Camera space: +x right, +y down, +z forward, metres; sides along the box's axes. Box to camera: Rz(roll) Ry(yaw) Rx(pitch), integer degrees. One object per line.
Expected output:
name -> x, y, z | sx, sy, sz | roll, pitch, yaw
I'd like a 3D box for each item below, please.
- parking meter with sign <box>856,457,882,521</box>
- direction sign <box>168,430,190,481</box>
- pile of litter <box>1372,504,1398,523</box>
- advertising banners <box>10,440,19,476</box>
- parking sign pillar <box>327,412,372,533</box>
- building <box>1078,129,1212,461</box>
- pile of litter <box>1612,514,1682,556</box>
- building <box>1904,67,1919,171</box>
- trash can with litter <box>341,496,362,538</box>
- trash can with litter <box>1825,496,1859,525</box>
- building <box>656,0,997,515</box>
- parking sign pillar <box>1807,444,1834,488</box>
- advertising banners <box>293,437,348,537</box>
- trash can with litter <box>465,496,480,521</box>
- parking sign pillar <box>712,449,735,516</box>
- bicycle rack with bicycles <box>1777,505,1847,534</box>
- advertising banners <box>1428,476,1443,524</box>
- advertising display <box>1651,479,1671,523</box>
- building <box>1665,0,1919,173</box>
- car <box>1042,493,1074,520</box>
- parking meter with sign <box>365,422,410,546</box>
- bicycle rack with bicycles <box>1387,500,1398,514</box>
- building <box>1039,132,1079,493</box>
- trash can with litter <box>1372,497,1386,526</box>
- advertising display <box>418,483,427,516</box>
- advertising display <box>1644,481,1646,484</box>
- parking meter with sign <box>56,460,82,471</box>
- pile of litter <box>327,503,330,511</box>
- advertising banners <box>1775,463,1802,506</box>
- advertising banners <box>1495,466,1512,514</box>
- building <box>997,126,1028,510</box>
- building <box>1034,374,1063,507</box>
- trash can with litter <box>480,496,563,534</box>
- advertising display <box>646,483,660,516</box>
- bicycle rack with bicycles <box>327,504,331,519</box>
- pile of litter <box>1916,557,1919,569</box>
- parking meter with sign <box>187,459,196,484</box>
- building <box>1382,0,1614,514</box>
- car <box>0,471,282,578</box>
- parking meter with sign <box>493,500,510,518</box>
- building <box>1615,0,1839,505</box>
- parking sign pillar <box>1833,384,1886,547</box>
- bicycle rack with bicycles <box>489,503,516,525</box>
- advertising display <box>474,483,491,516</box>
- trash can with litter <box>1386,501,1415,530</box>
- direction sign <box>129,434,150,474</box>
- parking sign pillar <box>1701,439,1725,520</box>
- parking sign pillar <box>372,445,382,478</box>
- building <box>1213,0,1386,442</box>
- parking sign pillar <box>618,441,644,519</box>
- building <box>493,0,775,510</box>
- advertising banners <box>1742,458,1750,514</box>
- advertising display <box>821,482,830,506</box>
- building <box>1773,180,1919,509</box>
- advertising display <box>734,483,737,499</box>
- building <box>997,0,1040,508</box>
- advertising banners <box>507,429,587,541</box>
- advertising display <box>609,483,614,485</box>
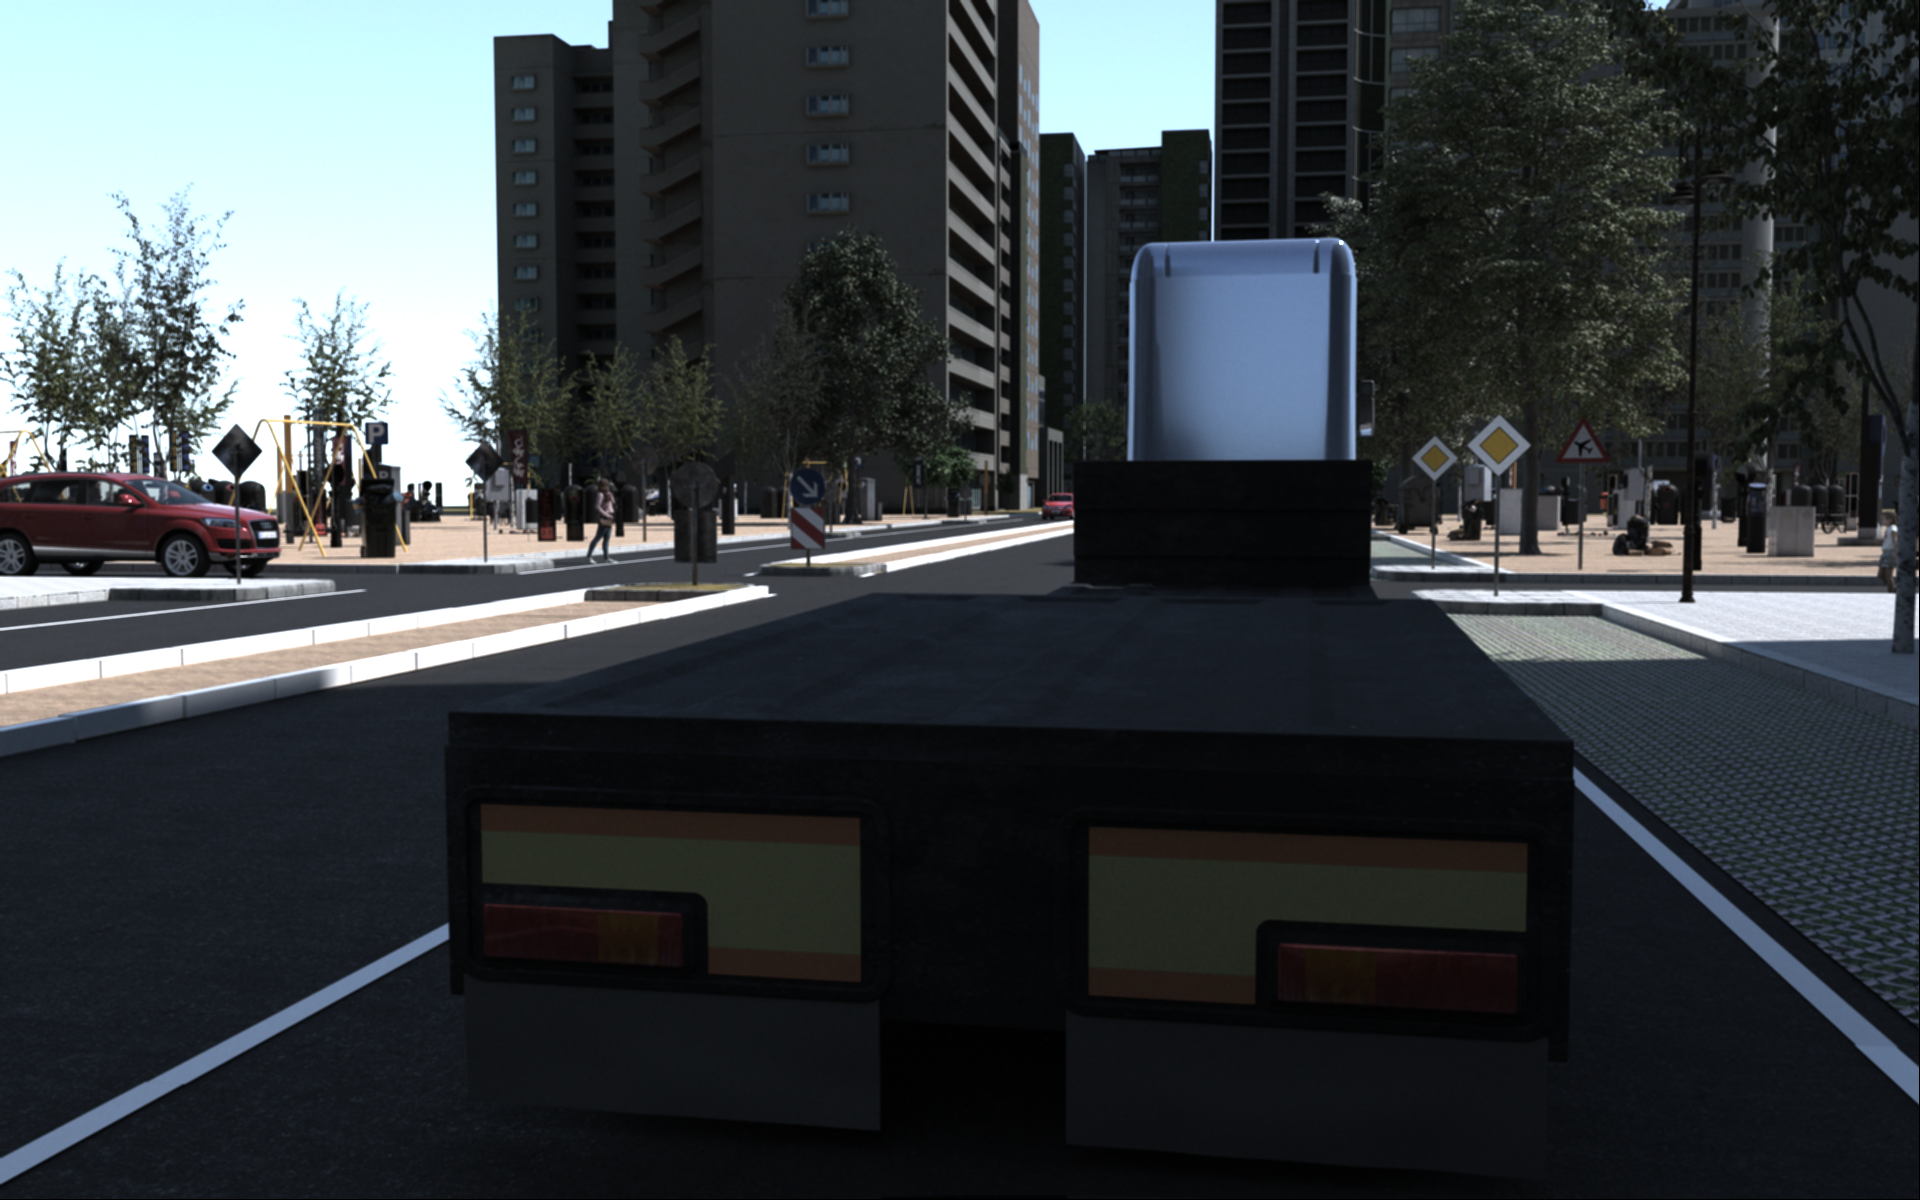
parking meter with sign -> -4.345, -5.243, 81.988 | 0.543, 3.016, 1.738 | 2, 4, 33
direction sign -> -27.552, -4.231, 61.175 | 0.379, 3.537, 0.876 | 1, 4, 22
pile of litter -> 19.237, -3.954, 78.613 | 1.719, 0.858, 1.176 | -2, 4, -32
advertising banners -> -30.977, -3.661, 56.045 | 0.090, 3.025, 2.074 | 0, 4, 0
parking sign pillar -> -20.488, -4.225, 57.551 | 1.447, 3.967, 1.447 | -1, 4, -23
building -> 21.611, -31.473, 198.175 | 14.086, 41.232, 14.154 | 1, 4, 10
pile of litter -> 14.457, -1.370, 36.369 | 1.719, 0.858, 1.176 | -1, 4, -15
building -> 95.574, -29.002, 157.780 | 14.086, 41.232, 14.154 | 1, 4, 10
trash can with litter -> -17.658, -2.474, 51.505 | 1.678, 1.210, 2.233 | 2, 4, 35
trash can with litter -> 36.699, -3.717, 71.829 | 2.233, 1.210, 1.678 | 2, 4, 35
building -> -9.555, -30.298, 119.078 | 21.300, 48.544, 21.600 | 1, 4, 10
parking sign pillar -> 44.034, -6.119, 88.519 | 1.447, 3.967, 1.447 | 0, 4, 7
advertising banners -> -19.449, -3.441, 52.449 | 0.090, 3.025, 2.074 | 3, 5, 40
trash can with litter -> -23.598, -4.480, 84.312 | 1.678, 1.210, 2.233 | 0, 4, -1
parking sign pillar -> -13.983, -6.976, 102.533 | 1.447, 3.967, 1.447 | -2, 4, -24
bicycle rack with bicycles -> 27.894, -2.658, 56.834 | 2.925, 0.926, 2.852 | -1, 4, -18
advertising banners -> 20.320, -4.766, 74.104 | 0.090, 3.025, 2.074 | 0, 4, -1
advertising display -> 30.840, -4.348, 76.299 | 0.974, 1.923, 0.123 | -1, 4, -17
building -> 92.459, -39.521, 188.165 | 28.212, 58.520, 21.231 | 1, 4, 10
car -> 5.743, -5.415, 97.579 | 2.155, 1.783, 4.494 | 1, 4, 12
parking meter with sign -> -14.103, -2.848, 42.825 | 0.543, 3.016, 1.738 | 0, 4, 1
bicycle rack with bicycles -> 25.356, -5.332, 100.555 | 2.925, 0.926, 2.852 | -1, 4, -20
building -> 6.916, -31.584, 199.993 | 14.086, 41.232, 14.154 | 1, 4, 10
trash can with litter -> 17.077, -3.578, 69.895 | 1.055, 1.170, 0.624 | -3, 5, -43
advertising display -> -30.861, -5.771, 99.563 | 0.123, 1.923, 0.974 | 0, 4, 8
advertising display -> 33.152, -4.771, 83.219 | 0.123, 1.923, 0.974 | -1, 4, -15
parking meter with sign -> -45.811, -5.723, 89.840 | 1.738, 3.016, 0.543 | -1, 4, -17
pile of litter -> -36.519, -5.315, 100.860 | 1.719, 0.858, 1.176 | -2, 4, -30
advertising banners -> 46.675, -6.231, 98.068 | 0.090, 3.025, 2.074 | -2, 4, -31
advertising banners -> 30.691, -6.222, 97.919 | 2.074, 3.025, 0.090 | -3, 4, -36
building -> -2.477, -22.343, 137.002 | 14.160, 30.474, 14.107 | 1, 4, 10
building -> -6.522, -52.344, 168.503 | 31.000, 86.520, 22.319 | 1, 4, 10
trash can with litter -> -14.252, -2.763, 56.236 | 2.233, 1.210, 1.678 | -1, 4, -21
advertising display -> -18.061, -5.894, 101.573 | 0.974, 1.923, 0.123 | -3, 4, -39
bicycle rack with bicycles -> -31.613, -4.747, 90.998 | 2.925, 0.926, 2.852 | 2, 4, 32
pile of litter -> 16.641, -0.958, 29.629 | 1.176, 0.858, 1.719 | 2, 4, 33
parking meter with sign -> -37.922, -5.461, 85.550 | 0.543, 3.016, 1.738 | -2, 4, -33
building -> 36.060, -26.609, 118.657 | 14.154, 41.232, 14.086 | 1, 4, 10
car -> -14.286, -1.287, 29.710 | 5.304, 1.827, 2.281 | 1, 4, 9
parking meter with sign -> -24.395, -5.861, 92.082 | 0.543, 3.016, 1.738 | -3, 5, -45
building -> 47.685, -27.162, 135.972 | 32.217, 40.220, 23.993 | 1, 4, 10
parking sign pillar -> 22.601, -3.330, 42.920 | 1.447, 3.967, 1.447 | 2, 4, 33
bicycle rack with bicycles -> -18.374, -3.592, 72.110 | 2.852, 0.926, 2.925 | -1, 4, -17
advertising display -> -27.364, -5.754, 99.294 | 0.974, 1.923, 0.123 | -3, 4, -36
trash can with litter -> 15.736, -3.055, 61.333 | 0.624, 1.170, 1.055 | -1, 4, -14
direction sign -> -31.264, -4.529, 66.046 | 0.379, 3.537, 0.876 | 2, 4, 26
parking sign pillar -> 37.290, -5.956, 85.853 | 1.447, 3.967, 1.447 | -3, 5, -43
parking sign pillar -> -25.165, -5.243, 74.203 | 1.447, 3.967, 1.447 | 0, 4, 1
building -> 39.497, -46.405, 196.971 | 20.611, 71.187, 20.563 | 1, 4, 10
parking sign pillar -> -16.738, -6.100, 88.199 | 1.447, 3.967, 1.447 | -3, 4, -37
building -> -32.548, -33.743, 175.397 | 21.600, 48.544, 21.300 | 1, 4, 10
advertising banners -> 33.726, -4.774, 74.241 | 0.090, 3.025, 2.074 | 2, 4, 31
advertising display -> -7.427, -5.570, 96.290 | 0.123, 1.923, 0.974 | -3, 4, -36
building -> 81.488, -23.720, 159.525 | 14.107, 30.474, 14.160 | 1, 4, 10
advertising display -> -13.067, -5.730, 98.907 | 0.123, 1.923, 0.974 | 2, 4, 30
building -> -0.851, -30.621, 150.756 | 14.600, 45.320, 14.200 | 1, 4, 10
advertising banners -> -11.206, -3.110, 47.035 | 2.074, 3.025, 0.090 | 0, 4, -7
advertising display -> -19.234, -5.605, 96.857 | 0.974, 1.923, 0.123 | -3, 4, -38
